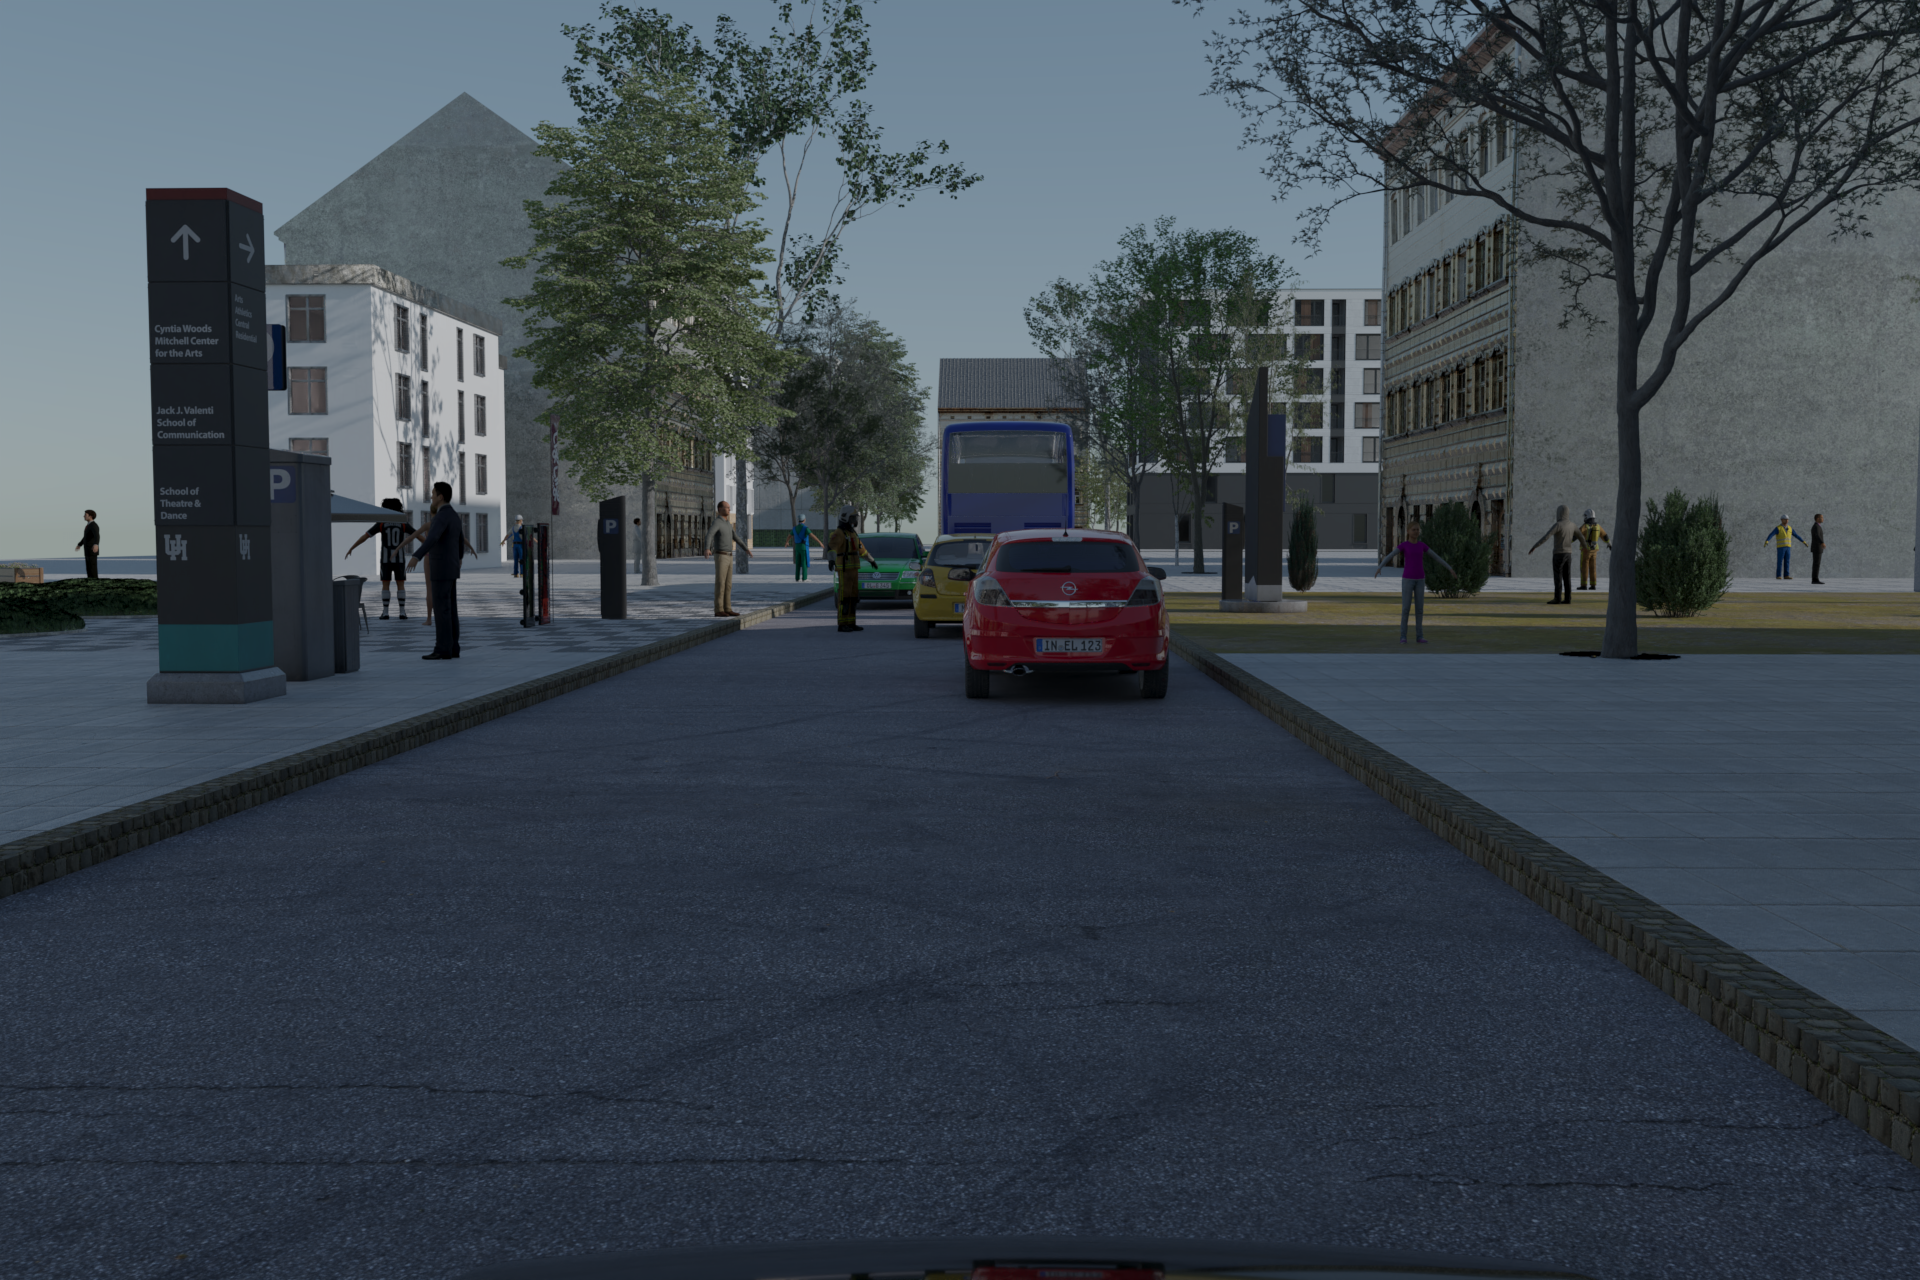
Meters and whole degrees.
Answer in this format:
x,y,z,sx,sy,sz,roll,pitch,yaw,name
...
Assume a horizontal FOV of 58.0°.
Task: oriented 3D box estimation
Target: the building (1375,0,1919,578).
x,y,z,sx,sy,sz,roll,pitch,yaw,name
25.582,-13.934,58.758,19.493,23.208,18.063,0,4,2,building

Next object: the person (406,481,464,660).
x,y,z,sx,sy,sz,roll,pitch,yaw,name
-5.326,-0.718,17.788,0.704,1.823,1.345,0,4,4,person

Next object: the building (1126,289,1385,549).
x,y,z,sx,sy,sz,roll,pitch,yaw,name
29.244,-19.372,160.704,27.936,21.610,32.646,0,4,1,building

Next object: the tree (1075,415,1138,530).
x,y,z,sx,sy,sz,roll,pitch,yaw,name
9.238,-9.432,104.579,4.360,8.622,3.978,0,3,0,tree

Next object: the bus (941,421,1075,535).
x,y,z,sx,sy,sz,roll,pitch,yaw,name
1.047,-2.883,38.681,2.896,3.916,12.251,0,4,1,bus

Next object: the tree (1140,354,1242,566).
x,y,z,sx,sy,sz,roll,pitch,yaw,name
8.884,-7.280,69.385,4.737,8.622,4.395,0,3,0,tree

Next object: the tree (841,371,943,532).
x,y,z,sx,sy,sz,roll,pitch,yaw,name
-5.853,-13.160,125.534,12.009,13.543,11.850,0,3,0,tree

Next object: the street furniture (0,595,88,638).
x,y,z,sx,sy,sz,roll,pitch,yaw,name
-14.627,-0.218,19.194,5.734,0.657,10.072,1,4,14,street furniture

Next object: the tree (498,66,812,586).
x,y,z,sx,sy,sz,roll,pitch,yaw,name
-7.457,-7.604,42.448,7.486,12.596,7.792,0,3,0,tree

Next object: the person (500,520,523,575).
x,y,z,sx,sy,sz,roll,pitch,yaw,name
-13.776,-2.900,53.872,0.721,1.772,1.216,3,5,39,person

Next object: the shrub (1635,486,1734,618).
x,y,z,sx,sy,sz,roll,pitch,yaw,name
11.108,-1.369,26.804,1.690,2.028,1.600,0,3,0,shrub

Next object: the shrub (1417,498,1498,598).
x,y,z,sx,sy,sz,roll,pitch,yaw,name
9.900,-1.855,34.749,1.690,2.028,1.600,0,3,0,shrub

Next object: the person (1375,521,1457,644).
x,y,z,sx,sy,sz,roll,pitch,yaw,name
5.319,-0.672,20.251,0.991,1.433,0.599,0,4,-6,person

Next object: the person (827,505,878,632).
x,y,z,sx,sy,sz,roll,pitch,yaw,name
-1.622,-1.052,25.430,0.705,1.858,1.354,2,4,26,person

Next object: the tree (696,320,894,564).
x,y,z,sx,sy,sz,roll,pitch,yaw,name
-7.063,-8.566,74.472,8.767,10.594,7.601,-1,4,-8,tree

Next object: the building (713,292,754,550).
x,y,z,sx,sy,sz,roll,pitch,yaw,name
-23.114,-17.134,136.566,16.016,20.090,11.380,0,4,1,building

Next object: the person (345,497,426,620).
x,y,z,sx,sy,sz,roll,pitch,yaw,name
-8.500,-1.211,25.949,1.345,1.843,0.704,-1,4,-22,person

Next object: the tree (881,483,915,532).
x,y,z,sx,sy,sz,roll,pitch,yaw,name
-7.536,-15.851,209.532,4.737,8.622,4.395,0,3,0,tree

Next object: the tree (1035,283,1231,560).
x,y,z,sx,sy,sz,roll,pitch,yaw,name
8.637,-10.672,84.860,12.009,13.543,11.850,0,3,0,tree

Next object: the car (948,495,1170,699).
x,y,z,sx,sy,sz,roll,pitch,yaw,name
0.946,-0.461,16.579,2.155,1.783,4.494,0,4,1,car

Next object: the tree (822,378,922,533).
x,y,z,sx,sy,sz,roll,pitch,yaw,name
-6.200,-11.380,111.815,9.928,11.665,9.643,0,3,0,tree

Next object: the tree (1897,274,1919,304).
x,y,z,sx,sy,sz,roll,pitch,yaw,name
19.052,-4.973,31.673,4.360,8.622,3.978,0,3,0,tree

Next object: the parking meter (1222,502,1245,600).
x,y,z,sx,sy,sz,roll,pitch,yaw,name
5.007,-1.591,31.720,0.399,1.863,0.255,0,4,2,parking meter

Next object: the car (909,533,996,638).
x,y,z,sx,sy,sz,roll,pitch,yaw,name
0.236,-0.918,25.238,2.015,1.641,3.980,0,4,1,car

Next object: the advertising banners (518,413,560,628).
x,y,z,sx,sy,sz,roll,pitch,yaw,name
-5.913,-1.732,24.513,0.090,3.025,2.074,0,4,2,advertising banners

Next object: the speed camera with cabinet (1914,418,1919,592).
x,y,z,sx,sy,sz,roll,pitch,yaw,name
3.998,-0.698,5.752,0.660,3.252,2.038,0,4,1,speed camera with cabinet

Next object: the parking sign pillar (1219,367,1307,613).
x,y,z,sx,sy,sz,roll,pitch,yaw,name
5.026,-2.456,28.629,1.447,3.967,1.447,0,4,0,parking sign pillar

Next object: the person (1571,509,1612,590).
x,y,z,sx,sy,sz,roll,pitch,yaw,name
14.384,-2.073,39.670,1.354,1.858,0.705,-1,4,-16,person

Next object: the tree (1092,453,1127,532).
x,y,z,sx,sy,sz,roll,pitch,yaw,name
19.869,-18.077,213.686,7.486,12.596,7.792,0,3,0,tree

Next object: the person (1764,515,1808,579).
x,y,z,sx,sy,sz,roll,pitch,yaw,name
23.300,-2.629,48.951,1.349,1.833,0.705,-1,4,-9,person

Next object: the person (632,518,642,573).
x,y,z,sx,sy,sz,roll,pitch,yaw,name
-10.518,-3.085,56.630,0.705,1.806,1.347,-1,4,-20,person

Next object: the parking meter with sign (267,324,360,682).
x,y,z,sx,sy,sz,roll,pitch,yaw,name
-5.853,-1.165,15.304,0.543,3.016,1.738,0,4,2,parking meter with sign

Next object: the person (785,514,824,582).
x,y,z,sx,sy,sz,roll,pitch,yaw,name
-4.236,-2.476,46.602,1.347,1.817,0.704,2,4,35,person

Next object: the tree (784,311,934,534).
x,y,z,sx,sy,sz,roll,pitch,yaw,name
-6.182,-11.892,101.090,9.857,13.997,8.962,0,3,0,tree

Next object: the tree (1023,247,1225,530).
x,y,z,sx,sy,sz,roll,pitch,yaw,name
11.014,-15.756,113.492,12.611,20.169,13.585,0,3,0,tree

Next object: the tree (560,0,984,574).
x,y,z,sx,sy,sz,roll,pitch,yaw,name
-5.712,-12.163,54.756,12.611,20.169,13.585,0,3,0,tree

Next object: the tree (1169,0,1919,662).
x,y,z,sx,sy,sz,roll,pitch,yaw,name
6.968,-6.551,17.476,12.009,13.543,11.850,0,3,0,tree

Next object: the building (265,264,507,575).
x,y,z,sx,sy,sz,roll,pitch,yaw,name
-22.491,-7.709,68.187,9.099,9.664,28.070,0,4,1,building

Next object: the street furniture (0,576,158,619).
x,y,z,sx,sy,sz,roll,pitch,yaw,name
-15.714,-0.901,30.364,10.072,0.657,5.734,2,4,35,street furniture

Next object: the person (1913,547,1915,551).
x,y,z,sx,sy,sz,roll,pitch,yaw,name
21.662,-2.006,38.571,0.705,1.856,1.354,0,4,4,person

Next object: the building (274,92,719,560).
x,y,z,sx,sy,sz,roll,pitch,yaw,name
-24.351,-16.193,95.683,19.493,23.208,18.063,0,4,2,building

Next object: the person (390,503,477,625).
x,y,z,sx,sy,sz,roll,pitch,yaw,name
-7.402,-1.078,24.422,1.217,1.733,0.721,-2,4,-31,person

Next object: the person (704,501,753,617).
x,y,z,sx,sy,sz,roll,pitch,yaw,name
-3.646,-1.261,26.885,0.705,1.796,1.348,2,4,23,person

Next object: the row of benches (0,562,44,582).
x,y,z,sx,sy,sz,roll,pitch,yaw,name
-22.001,-1.441,39.017,4.104,0.672,1.422,3,4,36,row of benches

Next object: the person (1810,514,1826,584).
x,y,z,sx,sy,sz,roll,pitch,yaw,name
21.990,-2.333,44.364,0.704,1.802,1.346,1,4,22,person

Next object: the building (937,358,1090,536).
x,y,z,sx,sy,sz,roll,pitch,yaw,name
6.539,-23.328,214.805,18.063,23.208,19.493,0,4,1,building

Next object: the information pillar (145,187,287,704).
x,y,z,sx,sy,sz,roll,pitch,yaw,name
-5.758,-1.465,13.334,0.750,3.857,0.750,0,4,2,information pillar

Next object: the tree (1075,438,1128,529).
x,y,z,sx,sy,sz,roll,pitch,yaw,name
9.838,-10.707,125.425,4.737,8.622,4.395,0,3,0,tree

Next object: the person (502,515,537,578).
x,y,z,sx,sy,sz,roll,pitch,yaw,name
-12.972,-2.763,51.031,1.347,1.847,0.705,1,4,21,person

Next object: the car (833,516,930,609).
x,y,z,sx,sy,sz,roll,pitch,yaw,name
-1.482,-1.577,34.578,1.959,1.807,4.718,0,4,2,car

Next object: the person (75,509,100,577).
x,y,z,sx,sy,sz,roll,pitch,yaw,name
-18.628,-1.889,37.071,0.705,1.806,1.347,-3,5,-42,person

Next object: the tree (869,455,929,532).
x,y,z,sx,sy,sz,roll,pitch,yaw,name
-7.579,-18.251,216.535,7.486,12.596,7.792,0,3,0,tree

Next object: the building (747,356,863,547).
x,y,z,sx,sy,sz,roll,pitch,yaw,name
-20.234,-19.658,187.868,16.747,18.905,31.486,0,4,2,building

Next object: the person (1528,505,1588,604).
x,y,z,sx,sy,sz,roll,pitch,yaw,name
10.980,-1.560,31.640,1.348,1.813,0.705,-2,4,-23,person

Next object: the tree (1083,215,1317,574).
x,y,z,sx,sy,sz,roll,pitch,yaw,name
7.739,-7.961,55.925,9.928,11.665,9.643,0,3,0,tree

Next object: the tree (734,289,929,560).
x,y,z,sx,sy,sz,roll,pitch,yaw,name
-6.601,-10.755,86.212,12.009,13.543,11.850,0,3,0,tree

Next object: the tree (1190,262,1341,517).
x,y,z,sx,sy,sz,roll,pitch,yaw,name
8.360,-5.924,47.217,4.360,8.622,3.978,0,3,0,tree

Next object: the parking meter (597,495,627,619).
x,y,z,sx,sy,sz,roll,pitch,yaw,name
-5.267,-1.254,26.215,0.399,1.863,0.255,0,4,0,parking meter
